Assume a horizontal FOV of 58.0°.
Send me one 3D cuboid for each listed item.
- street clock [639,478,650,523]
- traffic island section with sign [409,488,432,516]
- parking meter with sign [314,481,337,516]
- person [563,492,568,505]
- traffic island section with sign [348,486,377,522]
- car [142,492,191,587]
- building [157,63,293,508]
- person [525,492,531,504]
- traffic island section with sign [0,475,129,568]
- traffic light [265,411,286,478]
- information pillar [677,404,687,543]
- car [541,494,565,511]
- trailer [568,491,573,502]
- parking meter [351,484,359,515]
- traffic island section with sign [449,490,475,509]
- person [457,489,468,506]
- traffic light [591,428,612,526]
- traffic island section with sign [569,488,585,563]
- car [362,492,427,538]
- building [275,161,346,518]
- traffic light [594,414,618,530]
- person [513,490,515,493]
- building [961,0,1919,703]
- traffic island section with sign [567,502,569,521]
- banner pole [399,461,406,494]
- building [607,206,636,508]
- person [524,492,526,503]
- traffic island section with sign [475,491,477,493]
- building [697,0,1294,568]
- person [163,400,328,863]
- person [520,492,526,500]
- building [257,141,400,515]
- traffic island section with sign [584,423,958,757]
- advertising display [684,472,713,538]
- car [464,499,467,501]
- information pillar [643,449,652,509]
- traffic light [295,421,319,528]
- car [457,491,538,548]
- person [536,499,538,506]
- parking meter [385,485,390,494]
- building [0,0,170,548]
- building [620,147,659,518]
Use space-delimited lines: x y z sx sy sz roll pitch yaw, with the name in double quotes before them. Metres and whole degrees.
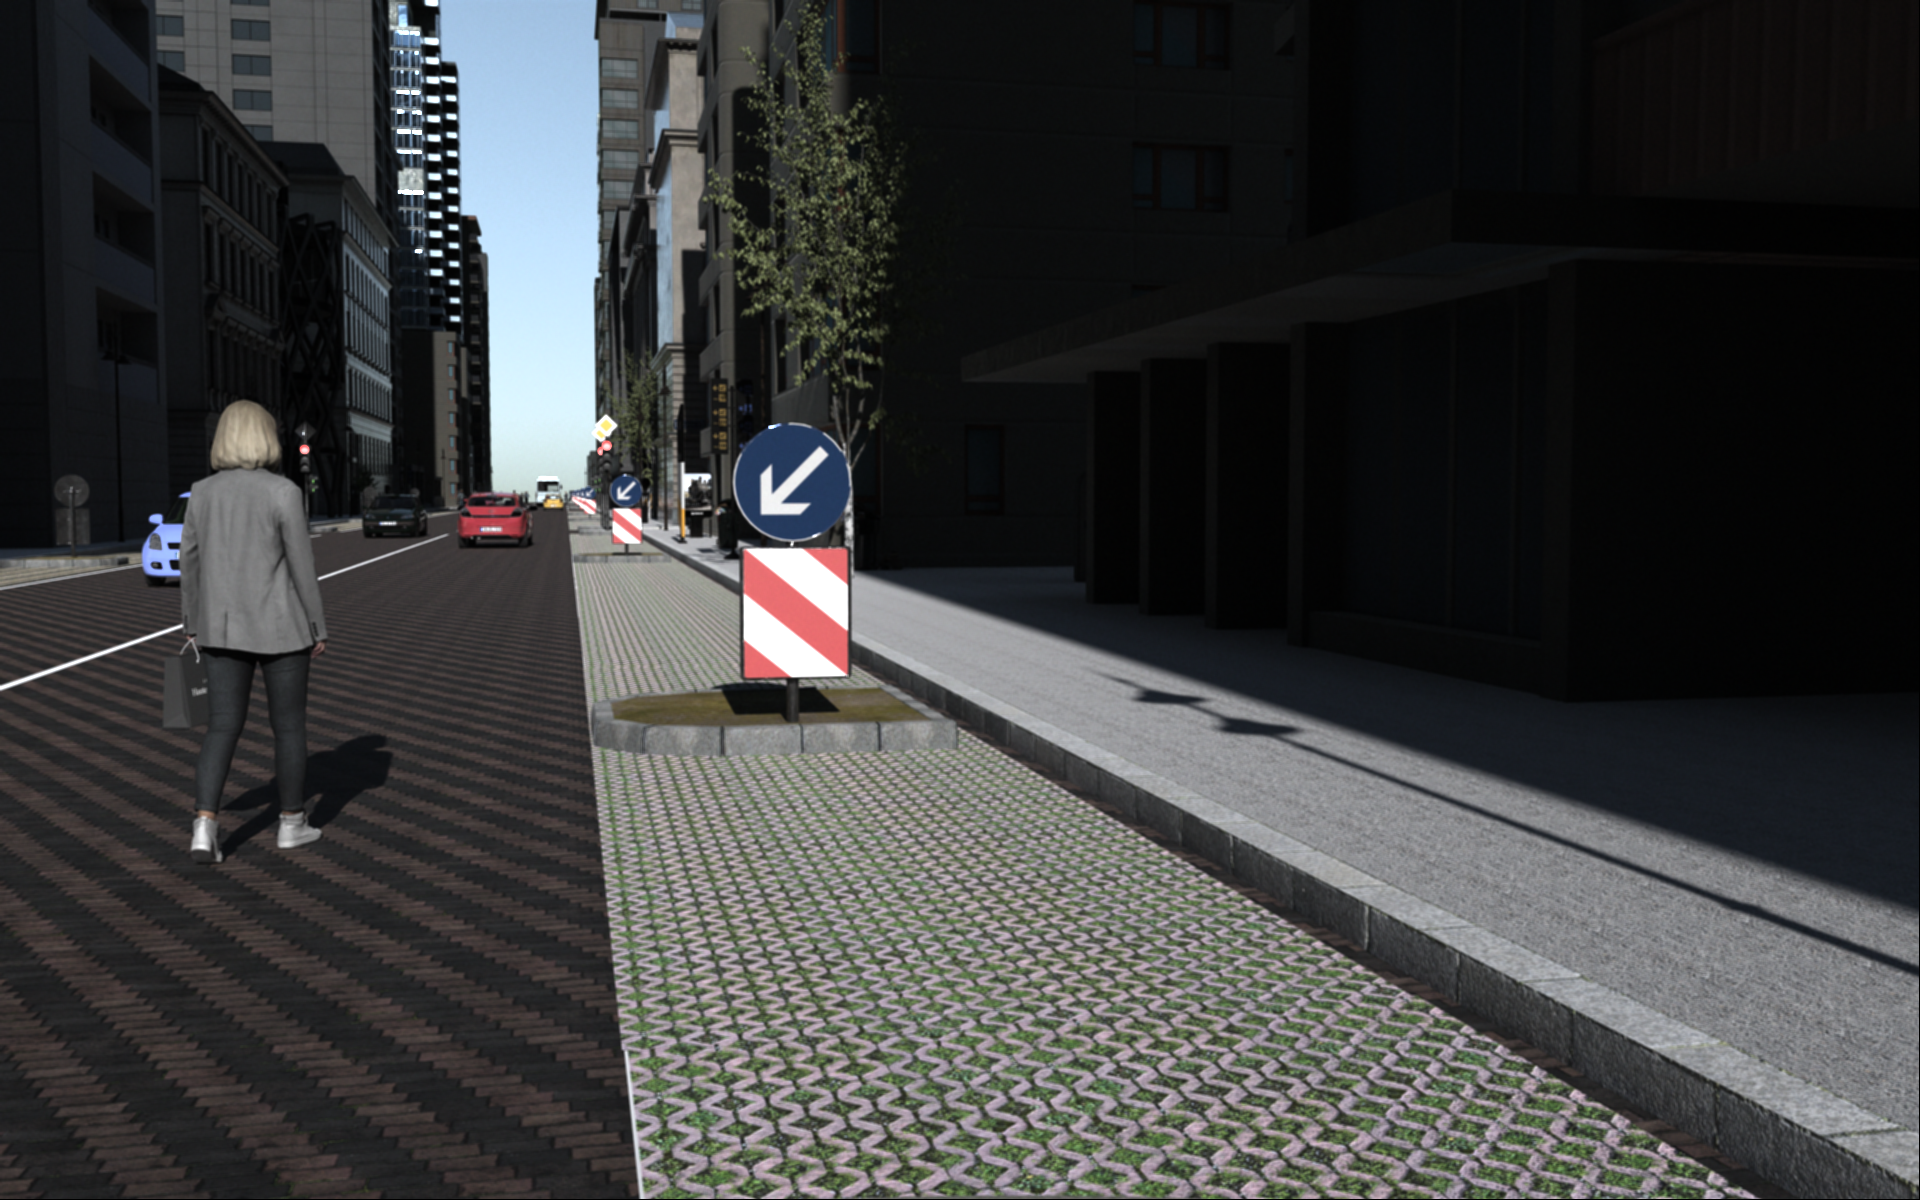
"street clock" -13.939 -4.405 76.592 0.358 2.002 0.471 3 5 42
"traffic island section with sign" -36.018 -6.477 114.527 1.989 1.847 2.006 -1 4 -13
"parking meter with sign" -38.136 -6.554 103.413 0.543 3.016 1.738 3 4 39
"person" -52.775 -13.622 231.672 0.568 1.767 0.683 0 4 -5
"traffic island section with sign" -30.028 -4.869 88.235 1.989 1.847 2.006 -1 4 -13
"car" -11.994 -1.130 28.075 1.945 1.707 3.694 -1 4 -11
"building" -35.100 -12.752 73.119 10.561 19.102 19.286 -1 4 -13
"person" -64.486 -15.262 258.026 0.705 1.826 1.348 2 4 24
"traffic island section with sign" -17.799 -1.586 34.553 1.989 1.847 2.006 -1 4 -13
"traffic light" -23.234 -4.256 58.514 0.839 4.253 0.868 -1 4 -13
"information pillar" -7.277 -3.293 45.193 0.183 3.616 0.504 -1 4 -21
"car" -35.437 -8.603 150.879 2.015 1.641 3.980 -1 4 -14
"trailer" -65.257 -17.407 291.658 1.471 1.999 3.904 -1 4 -12
"parking meter" -36.274 -6.000 103.813 0.399 1.863 0.255 1 4 15
"traffic island section with sign" -47.287 -9.503 163.995 1.989 1.847 2.006 -1 4 -13
"person" -41.351 -8.271 143.806 0.705 1.814 1.350 2 4 25
"traffic light" -14.225 -4.883 68.764 0.839 4.253 0.868 -1 4 -13
"traffic island section with sign" -7.190 -1.714 36.660 1.989 1.847 2.006 -1 4 -13
"car" -18.898 -2.948 57.985 2.009 1.686 4.222 -1 4 -11
"building" -41.479 -13.671 90.967 16.820 18.784 16.811 -1 4 -13
"traffic light" -12.452 -4.407 60.977 0.839 4.253 0.868 -1 4 -13
"person" -46.165 -10.461 179.469 1.348 1.831 0.705 0 4 -3
"building" 13.649 -21.675 9.014 22.147 44.769 28.867 -1 4 -13
"traffic island section with sign" -19.598 -5.047 91.144 1.989 1.847 2.006 -1 4 -13
"banner pole" -41.540 -8.517 129.267 0.401 3.779 0.863 1 4 23
"building" -18.699 -18.988 129.517 14.314 24.678 30.058 -1 4 -13
"person" -67.057 -15.810 267.128 0.705 1.807 1.348 -2 4 -32
"traffic island section with sign" -53.265 -11.110 190.282 1.989 1.847 2.006 -1 4 -13
"building" 8.038 -12.304 46.204 27.650 21.520 28.899 -1 4 -13
"person" -2.882 0.112 6.857 0.709 1.800 0.728 0 4 8
"person" -63.703 -14.843 251.904 1.217 1.735 0.721 0 4 -6
"building" -48.195 -17.487 119.203 16.112 22.955 30.059 -1 4 -13
"traffic island section with sign" -1.199 -0.107 10.376 1.989 1.847 2.006 -1 4 -13
"advertising display" -7.756 -2.795 50.905 0.974 1.923 0.123 -1 4 -23
"car" -30.711 -6.245 111.142 2.155 1.783 4.494 -1 4 -13
"information pillar" -16.055 -5.967 88.920 0.504 3.616 0.183 1 4 18
"traffic light" -25.007 -4.733 66.301 0.839 4.253 0.868 -1 4 -13
"car" -12.695 -2.348 47.438 2.155 1.783 4.494 -1 4 -11
"person" -51.584 -12.407 211.296 0.705 1.831 1.348 -2 4 -27
"parking meter" -36.811 -6.465 111.413 0.255 1.863 0.399 0 4 3
"building" -37.167 -30.735 44.517 28.212 58.520 21.231 -1 4 -13
"building" -13.037 -15.987 103.191 13.314 21.916 24.055 -1 4 -13
